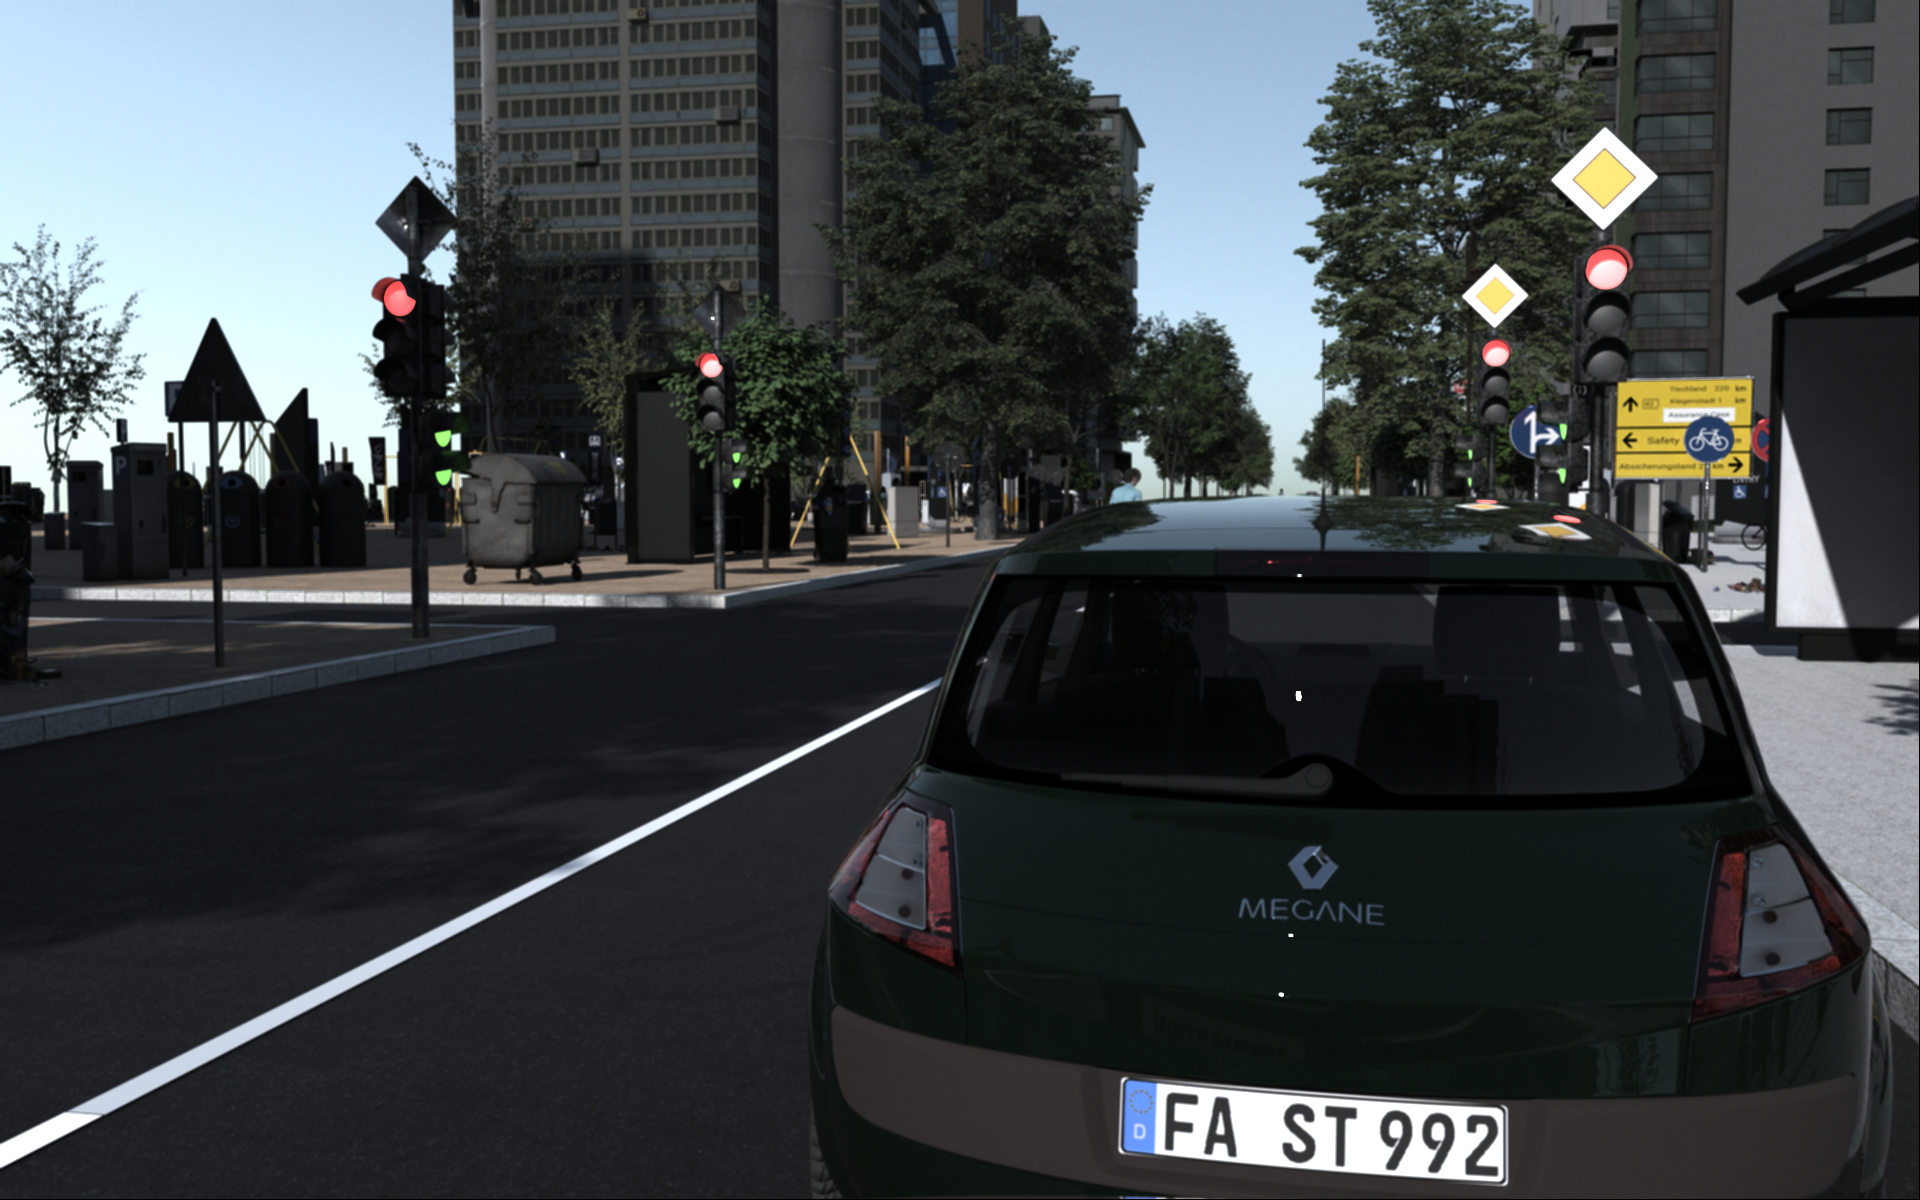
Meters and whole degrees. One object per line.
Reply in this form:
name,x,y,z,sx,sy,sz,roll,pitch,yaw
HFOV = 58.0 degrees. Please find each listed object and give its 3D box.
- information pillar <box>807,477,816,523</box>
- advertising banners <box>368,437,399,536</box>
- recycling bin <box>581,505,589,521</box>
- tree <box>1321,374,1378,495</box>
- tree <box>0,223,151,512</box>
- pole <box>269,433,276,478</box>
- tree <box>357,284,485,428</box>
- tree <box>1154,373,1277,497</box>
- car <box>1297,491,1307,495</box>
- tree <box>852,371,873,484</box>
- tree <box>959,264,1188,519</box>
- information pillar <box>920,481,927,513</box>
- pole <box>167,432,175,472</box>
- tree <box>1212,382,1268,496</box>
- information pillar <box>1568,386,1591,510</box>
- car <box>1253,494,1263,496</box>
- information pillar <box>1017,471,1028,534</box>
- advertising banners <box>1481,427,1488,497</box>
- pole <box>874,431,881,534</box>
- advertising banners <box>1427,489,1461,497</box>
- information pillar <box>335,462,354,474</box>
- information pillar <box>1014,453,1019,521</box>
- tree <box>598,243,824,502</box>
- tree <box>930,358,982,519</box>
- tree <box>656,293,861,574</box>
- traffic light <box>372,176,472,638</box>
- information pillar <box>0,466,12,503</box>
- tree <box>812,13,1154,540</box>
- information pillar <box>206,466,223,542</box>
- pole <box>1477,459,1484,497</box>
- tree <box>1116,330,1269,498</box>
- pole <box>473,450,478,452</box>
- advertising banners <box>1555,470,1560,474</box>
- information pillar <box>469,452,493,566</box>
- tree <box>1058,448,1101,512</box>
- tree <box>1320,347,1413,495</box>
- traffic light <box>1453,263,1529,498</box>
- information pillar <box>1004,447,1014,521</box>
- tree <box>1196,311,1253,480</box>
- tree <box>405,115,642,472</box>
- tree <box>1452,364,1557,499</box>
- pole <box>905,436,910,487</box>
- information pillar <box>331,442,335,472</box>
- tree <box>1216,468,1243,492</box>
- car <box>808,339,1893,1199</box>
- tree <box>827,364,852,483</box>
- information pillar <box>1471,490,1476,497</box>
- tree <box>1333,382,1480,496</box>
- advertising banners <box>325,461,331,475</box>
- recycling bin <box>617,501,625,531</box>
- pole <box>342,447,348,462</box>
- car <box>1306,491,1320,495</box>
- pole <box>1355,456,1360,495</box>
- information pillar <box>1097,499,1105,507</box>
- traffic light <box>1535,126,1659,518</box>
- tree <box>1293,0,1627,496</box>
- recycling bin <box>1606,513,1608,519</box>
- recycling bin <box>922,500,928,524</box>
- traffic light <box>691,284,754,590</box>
information pillar,-6.498,-4.368,75.913,0.304,2.012,0.304,-2,4,-33
advertising banners,-17.042,-3.472,52.957,2.074,3.025,0.090,0,4,3
recycling bin,-18.351,-4.383,84.221,0.722,1.027,0.722,-2,4,-25
tree,23.345,-9.124,99.534,4.737,8.622,4.395,0,3,0
tree,-25.027,-5.988,48.267,4.360,8.622,3.978,0,3,0
pole,-22.981,-3.922,57.964,0.158,3.312,0.155,0,3,0
tree,-18.291,-6.704,59.971,4.737,8.622,4.395,0,3,0
tree,21.576,-14.435,153.023,9.611,12.733,9.660,0,3,0
car,43.676,-12.996,221.285,1.959,1.807,4.718,1,4,13
tree,-6.838,-8.960,96.853,4.737,8.622,4.395,0,3,0
tree,4.064,-8.011,65.397,8.767,10.594,7.601,-1,4,-16
information pillar,-2.024,-5.634,96.602,0.304,2.012,0.304,2,4,27
pole,-26.081,-3.882,57.313,0.158,3.312,0.155,0,3,0
tree,25.514,-15.979,171.630,12.009,13.543,11.850,0,3,0
information pillar,10.700,-2.348,29.742,0.504,3.616,0.183,1,4,13
car,34.185,-11.556,198.728,2.009,1.686,4.222,1,4,12
information pillar,2.008,-3.126,55.596,0.304,2.012,0.304,0,4,7
advertising banners,9.579,-2.163,31.549,0.090,3.025,2.074,1,4,19
pole,-2.669,-3.810,56.139,0.158,3.312,0.155,0,3,0
advertising banners,15.061,-3.462,52.790,2.074,3.025,0.090,-2,4,-27
information pillar,-14.140,-2.161,39.830,0.304,2.012,0.304,3,5,43
information pillar,2.548,-5.503,81.330,0.504,3.616,0.183,-2,4,-24
tree,-7.377,-6.180,51.402,4.737,8.622,4.395,0,3,0
tree,0.053,-8.372,87.245,4.360,8.622,3.978,0,3,0
tree,-3.273,-2.734,28.409,4.285,4.588,4.351,0,3,0
traffic light,-4.800,-1.616,15.350,0.839,4.253,0.868,1,4,11
information pillar,-24.890,-2.481,45.061,0.304,2.012,0.304,0,4,8
tree,0.788,-8.646,48.011,9.857,13.997,8.962,0,3,0
information pillar,-19.782,-2.540,46.018,0.304,2.012,0.304,2,4,26
pole,18.746,-4.191,62.359,0.158,3.312,0.155,0,3,0
tree,13.530,-11.343,111.218,9.928,11.665,9.643,0,3,0
pole,-22.339,-5.269,79.984,0.158,3.312,0.155,0,3,0
advertising banners,23.083,-4.172,64.399,2.074,3.025,0.090,1,4,12
information pillar,-8.417,-1.591,30.508,0.304,2.012,0.304,2,4,28
tree,5.111,-4.744,72.167,1.663,3.219,1.824,0,3,0
tree,20.640,-8.218,84.733,4.360,8.622,3.978,0,3,0
traffic light,6.503,-1.976,21.233,0.839,4.253,0.868,1,4,11
information pillar,2.209,-5.450,80.455,0.183,3.616,0.504,2,4,31
tree,16.153,-13.214,122.696,9.857,13.997,8.962,0,3,0
tree,-8.949,-5.120,34.075,4.360,8.622,3.978,0,3,0
tree,8.259,-1.920,25.992,1.663,3.219,1.824,0,3,0
pole,-1.862,-4.122,61.231,0.158,3.312,0.155,0,3,0
information pillar,-28.230,-5.301,78.024,0.183,3.616,0.504,-1,4,-10
tree,29.778,-12.638,190.347,4.285,4.588,4.351,0,3,0
car,0.929,0.333,4.345,2.009,1.686,4.222,1,4,13
tree,-7.662,-7.391,71.208,4.737,8.622,4.395,0,3,0
information pillar,21.585,-4.983,72.823,0.183,3.616,0.504,0,4,-3
tree,12.663,-3.903,47.532,4.285,4.588,4.351,0,3,0
advertising banners,-32.435,-5.813,91.236,2.074,3.025,0.090,0,4,6
recycling bin,-11.584,-2.966,61.049,0.722,1.027,0.722,3,4,36
pole,-26.766,-4.991,75.444,0.158,3.312,0.155,0,3,0
car,49.388,-14.350,243.300,2.281,1.827,5.304,1,4,10
pole,21.292,-6.050,92.759,0.158,3.312,0.155,0,3,0
information pillar,6.609,-4.695,81.250,0.304,2.012,0.304,2,4,30
traffic light,4.918,-1.498,13.406,0.839,4.253,0.868,1,4,11
tree,10.667,-7.303,37.524,7.486,12.596,7.792,0,3,0
recycling bin,8.098,-0.643,23.061,0.722,1.027,0.722,-2,4,-30
recycling bin,-1.151,-3.729,73.525,0.722,1.027,0.722,2,4,26
traffic light,-3.215,-2.095,23.177,0.839,4.253,0.868,1,4,11
